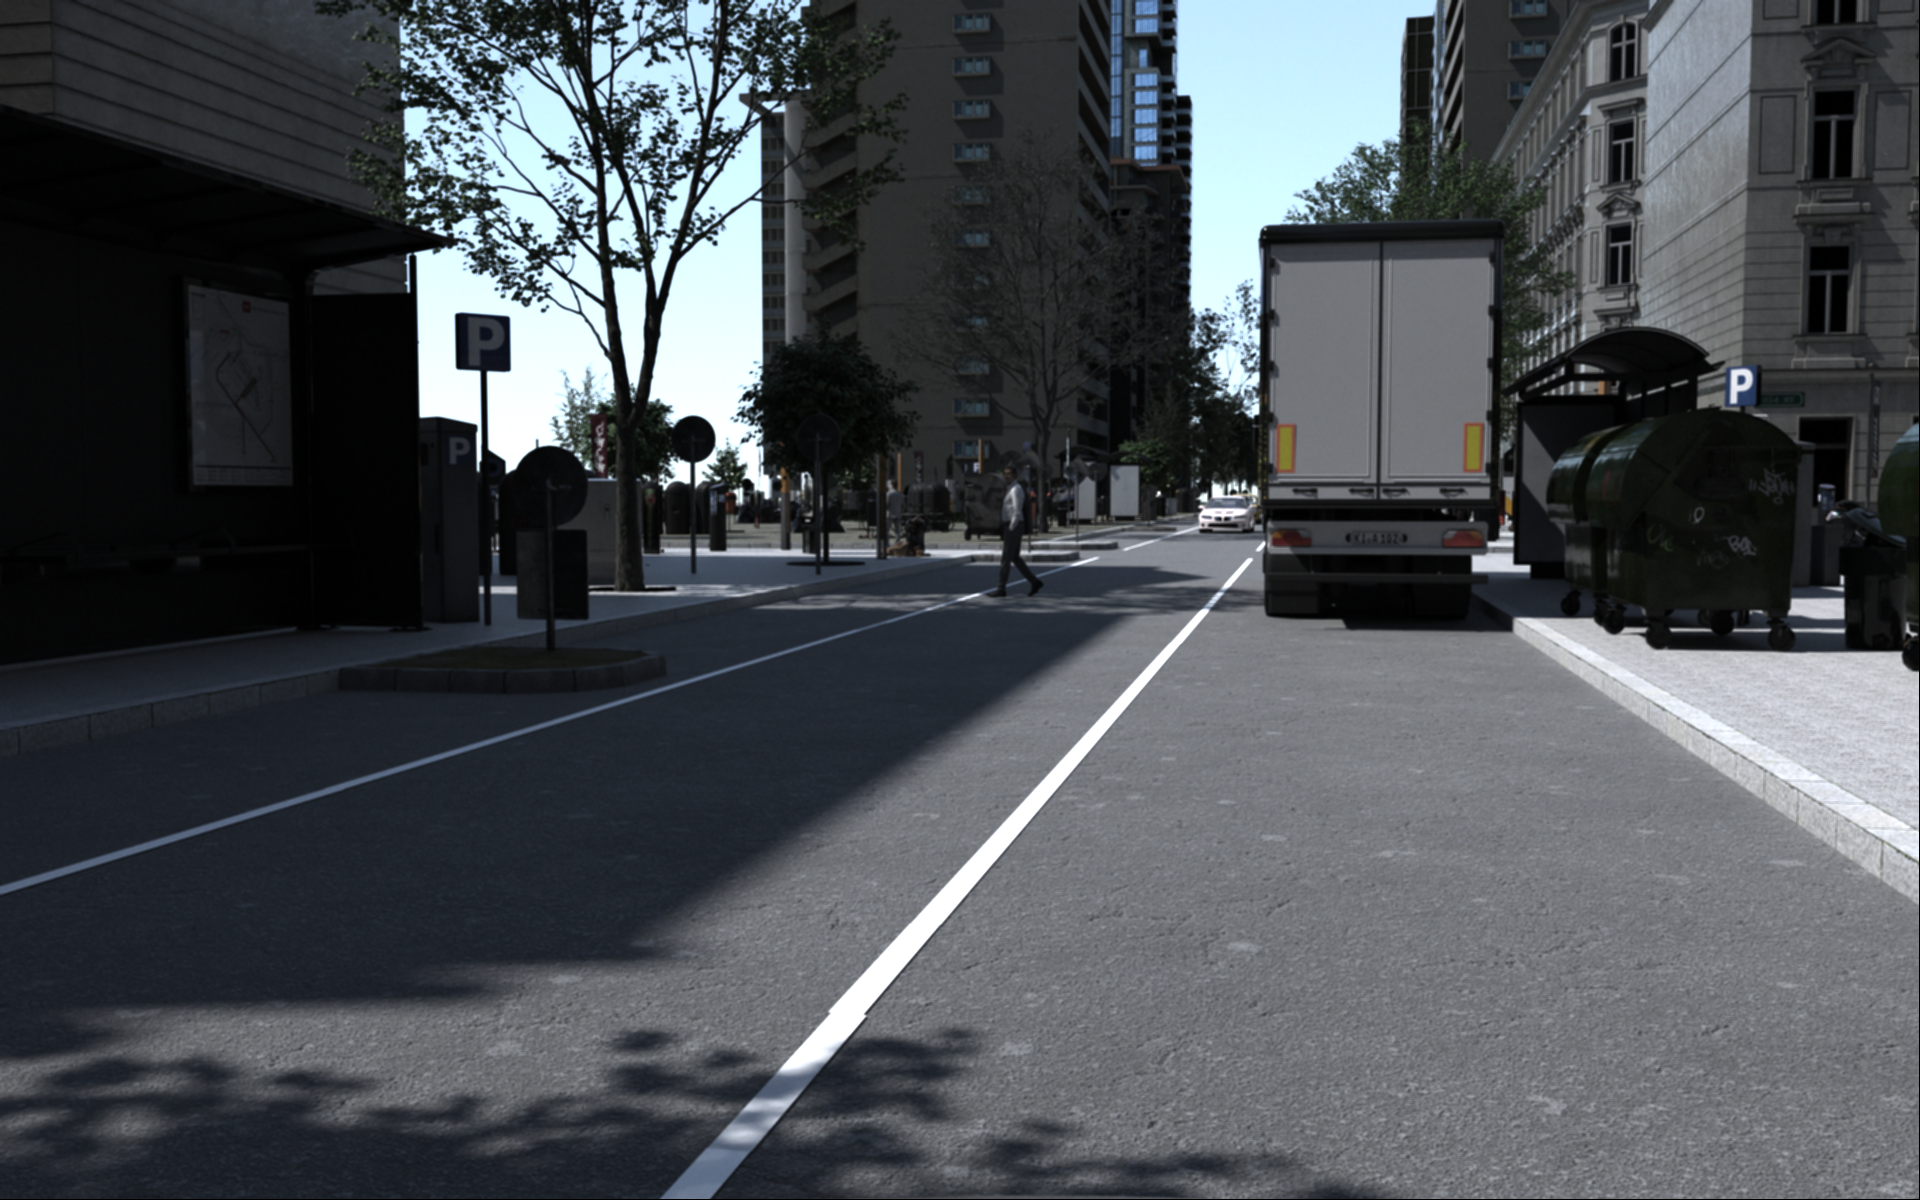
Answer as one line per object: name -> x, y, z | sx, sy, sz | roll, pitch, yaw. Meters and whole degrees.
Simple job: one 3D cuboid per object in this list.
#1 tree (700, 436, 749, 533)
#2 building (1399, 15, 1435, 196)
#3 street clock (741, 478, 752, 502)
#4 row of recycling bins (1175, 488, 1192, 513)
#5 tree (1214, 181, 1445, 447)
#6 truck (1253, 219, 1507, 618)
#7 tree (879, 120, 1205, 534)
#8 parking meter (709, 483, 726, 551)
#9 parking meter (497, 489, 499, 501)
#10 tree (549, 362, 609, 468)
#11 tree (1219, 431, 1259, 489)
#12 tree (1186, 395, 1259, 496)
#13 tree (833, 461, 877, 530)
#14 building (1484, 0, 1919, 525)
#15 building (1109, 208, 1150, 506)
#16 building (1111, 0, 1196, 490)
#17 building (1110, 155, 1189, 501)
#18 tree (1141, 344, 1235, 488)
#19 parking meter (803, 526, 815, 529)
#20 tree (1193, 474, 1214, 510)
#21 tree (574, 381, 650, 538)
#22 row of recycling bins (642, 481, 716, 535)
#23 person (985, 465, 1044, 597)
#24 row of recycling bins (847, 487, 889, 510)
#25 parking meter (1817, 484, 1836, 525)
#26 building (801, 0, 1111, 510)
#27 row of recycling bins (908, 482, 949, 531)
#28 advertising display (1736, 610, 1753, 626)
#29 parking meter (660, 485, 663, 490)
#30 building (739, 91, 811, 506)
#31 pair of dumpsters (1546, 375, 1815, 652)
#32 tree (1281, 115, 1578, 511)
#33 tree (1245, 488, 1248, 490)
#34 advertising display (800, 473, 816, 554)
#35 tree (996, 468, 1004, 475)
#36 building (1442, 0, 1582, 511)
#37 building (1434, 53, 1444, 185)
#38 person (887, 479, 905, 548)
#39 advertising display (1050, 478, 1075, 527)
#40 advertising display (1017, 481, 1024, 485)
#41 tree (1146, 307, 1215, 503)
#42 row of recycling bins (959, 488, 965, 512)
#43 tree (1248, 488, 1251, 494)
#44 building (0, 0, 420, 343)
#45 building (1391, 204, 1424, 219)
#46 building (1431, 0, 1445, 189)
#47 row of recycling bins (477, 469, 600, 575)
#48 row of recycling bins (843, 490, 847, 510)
tree -> -7.877, -3.879, 58.024 | 1.663, 3.219, 1.824 | 0, 3, 0
building -> 74.097, -50.173, 258.578 | 20.563, 71.187, 20.611 | 1, 4, 11
street clock -> -9.791, -4.583, 79.508 | 0.471, 2.002, 0.358 | -1, 4, -12
row of recycling bins -> 15.303, -6.805, 118.378 | 1.069, 1.692, 3.534 | 0, 4, 2
tree -> 24.154, -15.316, 106.305 | 12.611, 20.169, 13.585 | 0, 3, 0
truck -> 5.327, -2.107, 23.371 | 2.839, 4.237, 11.283 | 1, 4, 10
tree -> 2.724, -8.942, 56.569 | 12.009, 13.543, 11.850 | 0, 3, 0
parking meter -> -5.450, -1.869, 38.976 | 0.372, 1.533, 0.369 | 0, 3, 0
parking meter -> -18.677, -3.800, 70.546 | 0.372, 1.533, 0.369 | 0, 3, 0
tree -> -21.310, -8.993, 97.393 | 4.737, 8.622, 4.395 | 0, 3, 0
tree -> 33.898, -17.113, 214.203 | 8.767, 10.594, 7.601 | 2, 4, 30
tree -> 29.841, -16.957, 194.256 | 9.611, 12.733, 9.660 | 0, 3, 0
tree -> -3.589, -4.109, 61.791 | 1.663, 3.219, 1.824 | 0, 3, 0
building -> 38.810, -19.330, 92.463 | 17.030, 29.872, 44.131 | 1, 4, 11
building -> 11.466, -24.669, 175.032 | 14.160, 30.474, 14.107 | 1, 4, 11
building -> 24.112, -57.614, 254.665 | 22.319, 86.520, 31.000 | 1, 4, 11
building -> 18.179, -34.986, 226.646 | 22.147, 44.769, 28.867 | 1, 4, 11
tree -> 17.334, -13.045, 131.418 | 7.486, 12.596, 7.792 | 0, 3, 0
parking meter -> -4.510, -2.643, 51.620 | 0.372, 1.533, 0.369 | 0, 3, 0
tree -> 20.164, -9.144, 144.104 | 1.663, 3.219, 1.824 | 0, 3, 0
tree -> -9.518, -4.083, 50.466 | 4.285, 4.588, 4.351 | 0, 3, 0
row of recycling bins -> -9.379, -2.937, 55.130 | 3.534, 1.692, 1.069 | 0, 4, 2
person -> 0.752, -0.951, 24.156 | 0.850, 1.850, 0.679 | -1, 4, -9
row of recycling bins -> -5.278, -6.050, 106.034 | 1.069, 1.692, 3.534 | 2, 4, 33
parking meter -> 21.143, -2.071, 42.276 | 0.372, 1.533, 0.369 | 0, 3, 0
building -> -0.175, -31.211, 134.000 | 21.300, 48.544, 21.600 | 1, 4, 11
row of recycling bins -> -1.183, -3.347, 61.836 | 1.069, 1.692, 3.534 | -1, 4, -13
advertising display -> 7.800, -0.730, 17.157 | 0.123, 1.923, 0.974 | 2, 4, 29
parking meter -> -18.738, -6.263, 108.114 | 0.399, 1.863, 0.255 | 2, 4, 34
building -> -1.132, -28.500, 157.862 | 32.217, 40.220, 23.993 | 1, 4, 11
pair of dumpsters -> 6.568, -0.834, 16.128 | 1.574, 2.255, 4.437 | 1, 4, 11
tree -> 13.150, -7.533, 48.927 | 9.928, 11.665, 9.643 | 0, 3, 0
tree -> 45.575, -19.598, 270.780 | 4.737, 8.622, 4.395 | 0, 3, 0
advertising display -> -3.240, -1.959, 37.248 | 0.123, 1.923, 0.974 | -1, 4, -21
tree -> 2.789, -7.216, 112.575 | 1.663, 3.219, 1.824 | 0, 3, 0
building -> 50.508, -31.539, 139.368 | 21.300, 48.544, 21.600 | 1, 4, 11
building -> 56.975, -33.330, 164.555 | 23.786, 49.044, 30.456 | 1, 4, 11
person -> -1.713, -2.125, 43.444 | 0.606, 1.804, 0.583 | -3, 5, -40
advertising display -> 4.035, -3.853, 68.207 | 0.974, 1.923, 0.123 | 0, 4, 2
advertising display -> 3.243, -4.905, 85.406 | 0.974, 1.923, 0.123 | 1, 4, 23
tree -> 22.969, -18.164, 152.867 | 12.611, 20.169, 13.585 | 0, 3, 0
row of recycling bins -> 1.047, -6.733, 117.191 | 3.534, 1.692, 1.069 | -2, 4, -28
tree -> 43.107, -18.818, 258.041 | 4.360, 8.622, 3.978 | 0, 3, 0
building -> -19.832, -11.003, 29.053 | 18.267, 20.994, 9.793 | 1, 4, 11
building -> 67.291, -34.213, 242.978 | 14.154, 41.232, 14.086 | 1, 4, 11
building -> 68.345, -55.369, 217.947 | 22.319, 86.520, 31.000 | 1, 4, 11
row of recycling bins -> -7.441, -1.252, 27.585 | 3.534, 1.692, 1.069 | -1, 4, -13
row of recycling bins -> -6.747, -6.328, 110.575 | 1.069, 1.692, 3.534 | -1, 4, -15
